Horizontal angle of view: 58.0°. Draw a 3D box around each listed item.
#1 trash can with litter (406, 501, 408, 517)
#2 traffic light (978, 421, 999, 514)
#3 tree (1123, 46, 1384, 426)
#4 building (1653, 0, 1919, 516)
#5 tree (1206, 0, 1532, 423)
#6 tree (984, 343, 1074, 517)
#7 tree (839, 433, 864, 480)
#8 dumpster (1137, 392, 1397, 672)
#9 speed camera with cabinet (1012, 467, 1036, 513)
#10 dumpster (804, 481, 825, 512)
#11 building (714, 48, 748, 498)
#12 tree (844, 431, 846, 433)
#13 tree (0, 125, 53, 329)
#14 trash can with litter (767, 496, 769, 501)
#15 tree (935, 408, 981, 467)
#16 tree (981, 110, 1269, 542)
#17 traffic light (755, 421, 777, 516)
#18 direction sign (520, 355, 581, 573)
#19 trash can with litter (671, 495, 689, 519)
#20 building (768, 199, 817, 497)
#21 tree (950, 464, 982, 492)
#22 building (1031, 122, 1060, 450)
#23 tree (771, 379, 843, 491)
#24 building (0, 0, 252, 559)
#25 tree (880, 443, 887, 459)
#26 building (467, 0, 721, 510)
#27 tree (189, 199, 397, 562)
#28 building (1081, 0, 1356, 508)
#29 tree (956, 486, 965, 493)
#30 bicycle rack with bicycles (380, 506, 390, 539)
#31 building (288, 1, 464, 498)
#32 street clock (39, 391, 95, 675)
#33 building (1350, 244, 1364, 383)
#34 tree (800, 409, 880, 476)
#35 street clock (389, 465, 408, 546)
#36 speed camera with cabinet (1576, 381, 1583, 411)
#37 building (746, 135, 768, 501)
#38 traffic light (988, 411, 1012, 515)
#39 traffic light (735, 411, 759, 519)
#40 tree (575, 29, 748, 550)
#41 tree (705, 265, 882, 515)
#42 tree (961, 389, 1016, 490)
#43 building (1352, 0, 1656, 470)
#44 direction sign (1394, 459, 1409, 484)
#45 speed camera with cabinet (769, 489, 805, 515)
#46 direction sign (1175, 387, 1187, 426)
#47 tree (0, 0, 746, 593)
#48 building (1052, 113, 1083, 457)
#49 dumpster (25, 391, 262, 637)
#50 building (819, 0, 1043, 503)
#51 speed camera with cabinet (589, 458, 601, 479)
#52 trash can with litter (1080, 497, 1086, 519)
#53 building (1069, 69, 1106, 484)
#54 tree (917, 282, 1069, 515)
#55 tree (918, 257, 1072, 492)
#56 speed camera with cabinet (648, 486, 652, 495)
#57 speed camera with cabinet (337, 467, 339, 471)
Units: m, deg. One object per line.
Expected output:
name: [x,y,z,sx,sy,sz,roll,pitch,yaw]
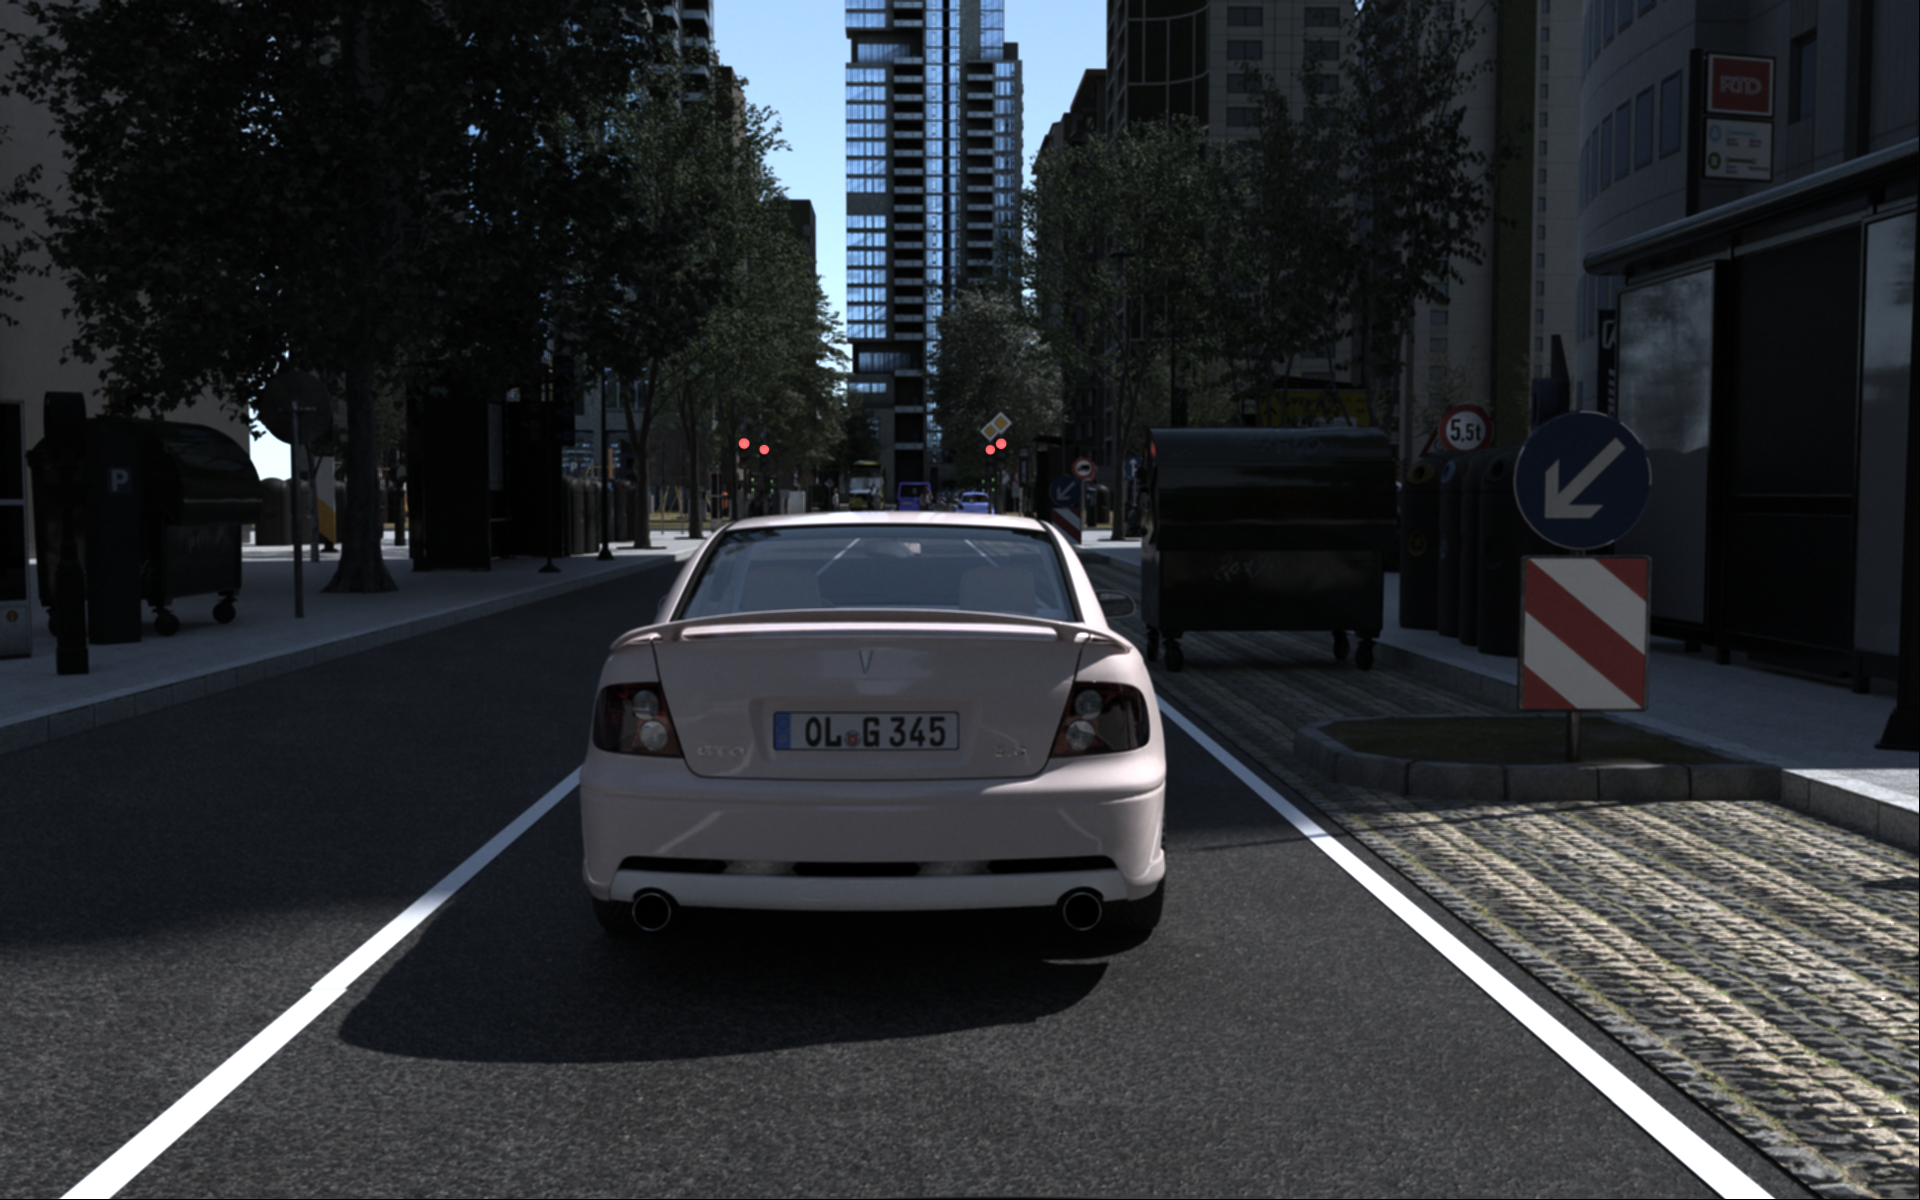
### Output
trash can with litter: [-31.070,-5.237,97.004,1.055,1.170,0.624,1,4,16]
traffic light: [1.137,-4.763,66.788,0.839,4.253,0.868,0,4,-2]
tree: [5.112,-4.807,28.950,4.737,8.622,4.395,0,3,0]
building: [23.965,-30.031,33.001,21.231,58.520,28.212,0,4,-2]
tree: [5.151,-4.349,21.463,4.360,8.622,3.978,0,3,0]
tree: [3.178,-8.230,84.929,4.360,8.622,3.978,0,3,0]
tree: [-12.062,-15.166,198.318,4.360,8.622,3.978,0,3,0]
dumpster: [2.473,-0.573,14.324,1.985,2.255,1.502,0,4,-2]
speed camera with cabinet: [4.669,-7.708,120.358,2.038,3.252,0.660,1,4,16]
dumpster: [-10.514,-7.501,125.130,1.502,2.255,1.985,0,4,-2]
building: [-29.550,-32.323,178.585,14.600,45.320,14.200,0,4,-2]
tree: [-10.549,-11.010,130.372,4.737,8.622,4.395,0,3,0]
tree: [-15.202,-4.534,24.493,4.360,8.622,3.978,0,3,0]
trash can with litter: [-15.154,-7.634,136.211,0.624,1.170,1.055,-2,4,-23]
tree: [1.170,-14.949,178.822,8.767,10.594,7.601,2,4,35]
tree: [4.500,-7.413,46.961,9.928,11.665,9.643,0,3,0]
traffic light: [-7.470,-4.747,66.530,0.839,4.253,0.868,0,4,-2]
direction sign: [-6.740,-2.223,28.344,0.876,3.537,0.379,0,4,-4]
trash can with litter: [-14.123,-4.796,89.468,1.678,1.210,2.233,-2,4,-25]
building: [-27.284,-34.164,242.173,14.086,41.232,14.154,0,4,-2]
tree: [0.787,-10.520,155.721,4.285,4.588,4.351,0,3,0]
building: [24.883,-40.443,250.486,27.495,52.752,28.713,0,4,-2]
tree: [-10.137,-9.831,111.094,4.737,8.622,4.395,0,3,0]
building: [-30.346,-15.011,38.938,24.014,27.812,14.314,0,4,-2]
tree: [-12.832,-16.557,205.115,8.767,10.594,7.601,0,4,-1]
building: [-32.565,-51.499,154.676,22.319,86.520,31.000,0,4,-2]
tree: [-12.246,-5.006,32.213,4.737,8.622,4.395,0,3,0]
building: [21.988,-43.684,152.485,20.563,71.187,20.611,0,4,-2]
tree: [0.532,-11.993,190.691,1.663,3.219,1.824,0,3,0]
bicycle rack with bicycles: [-17.706,-2.251,50.185,2.852,0.926,2.925,-1,4,-10]
building: [-61.669,-46.218,193.916,20.611,71.187,20.563,0,4,-2]
street clock: [-6.344,-0.474,12.322,0.358,2.002,0.471,-2,4,-33]
building: [38.041,-26.266,201.150,14.107,30.474,14.160,0,4,-2]
tree: [-12.509,-14.544,172.208,7.601,10.594,8.767,0,4,4]
street clock: [-13.786,-2.325,42.580,0.358,2.002,0.471,1,4,19]
speed camera with cabinet: [11.584,-2.207,30.417,2.038,3.252,0.660,1,4,23]
building: [-30.169,-31.522,198.974,14.086,41.232,14.154,0,4,-2]
traffic light: [1.363,-4.274,58.807,0.839,4.253,0.868,0,4,-2]
traffic light: [-7.244,-4.259,58.548,0.839,4.253,0.868,0,4,-2]
tree: [-7.455,-6.979,39.870,9.928,11.665,9.643,0,3,0]
tree: [-8.633,-10.087,83.041,7.486,12.596,7.792,0,3,0]
tree: [2.675,-10.057,114.801,4.737,8.622,4.395,0,3,0]
building: [59.817,-40.062,197.006,28.212,58.520,21.231,0,4,-2]
direction sign: [28.273,-7.280,111.022,0.876,3.537,0.379,1,4,21]
speed camera with cabinet: [-10.026,-6.482,100.314,2.038,3.252,0.660,0,4,2]
direction sign: [4.718,-2.754,37.020,0.379,3.537,0.876,1,4,23]
tree: [-7.891,-6.460,22.634,9.611,12.733,9.660,0,3,0]
building: [18.156,-33.612,199.674,14.600,45.320,14.200,0,4,-2]
dumpster: [-7.671,-0.844,16.296,1.502,2.255,1.985,0,4,-2]
building: [-4.271,-57.067,245.719,31.000,86.520,22.319,0,4,-2]
speed camera with cabinet: [-20.426,-6.181,95.396,0.660,3.252,2.038,1,4,17]
trash can with litter: [6.281,-4.696,87.831,2.233,1.210,1.678,-1,4,-16]
building: [22.776,-32.012,178.016,22.147,44.769,28.867,0,4,-2]
tree: [2.206,-12.046,103.604,9.857,13.997,8.962,0,3,0]
tree: [2.816,-17.173,136.671,12.611,20.169,13.585,0,3,0]
speed camera with cabinet: [-25.216,-8.895,139.769,0.660,3.252,2.038,-1,4,-11]
speed camera with cabinet: [-45.307,-7.945,124.232,2.038,3.252,0.660,-1,4,-19]
